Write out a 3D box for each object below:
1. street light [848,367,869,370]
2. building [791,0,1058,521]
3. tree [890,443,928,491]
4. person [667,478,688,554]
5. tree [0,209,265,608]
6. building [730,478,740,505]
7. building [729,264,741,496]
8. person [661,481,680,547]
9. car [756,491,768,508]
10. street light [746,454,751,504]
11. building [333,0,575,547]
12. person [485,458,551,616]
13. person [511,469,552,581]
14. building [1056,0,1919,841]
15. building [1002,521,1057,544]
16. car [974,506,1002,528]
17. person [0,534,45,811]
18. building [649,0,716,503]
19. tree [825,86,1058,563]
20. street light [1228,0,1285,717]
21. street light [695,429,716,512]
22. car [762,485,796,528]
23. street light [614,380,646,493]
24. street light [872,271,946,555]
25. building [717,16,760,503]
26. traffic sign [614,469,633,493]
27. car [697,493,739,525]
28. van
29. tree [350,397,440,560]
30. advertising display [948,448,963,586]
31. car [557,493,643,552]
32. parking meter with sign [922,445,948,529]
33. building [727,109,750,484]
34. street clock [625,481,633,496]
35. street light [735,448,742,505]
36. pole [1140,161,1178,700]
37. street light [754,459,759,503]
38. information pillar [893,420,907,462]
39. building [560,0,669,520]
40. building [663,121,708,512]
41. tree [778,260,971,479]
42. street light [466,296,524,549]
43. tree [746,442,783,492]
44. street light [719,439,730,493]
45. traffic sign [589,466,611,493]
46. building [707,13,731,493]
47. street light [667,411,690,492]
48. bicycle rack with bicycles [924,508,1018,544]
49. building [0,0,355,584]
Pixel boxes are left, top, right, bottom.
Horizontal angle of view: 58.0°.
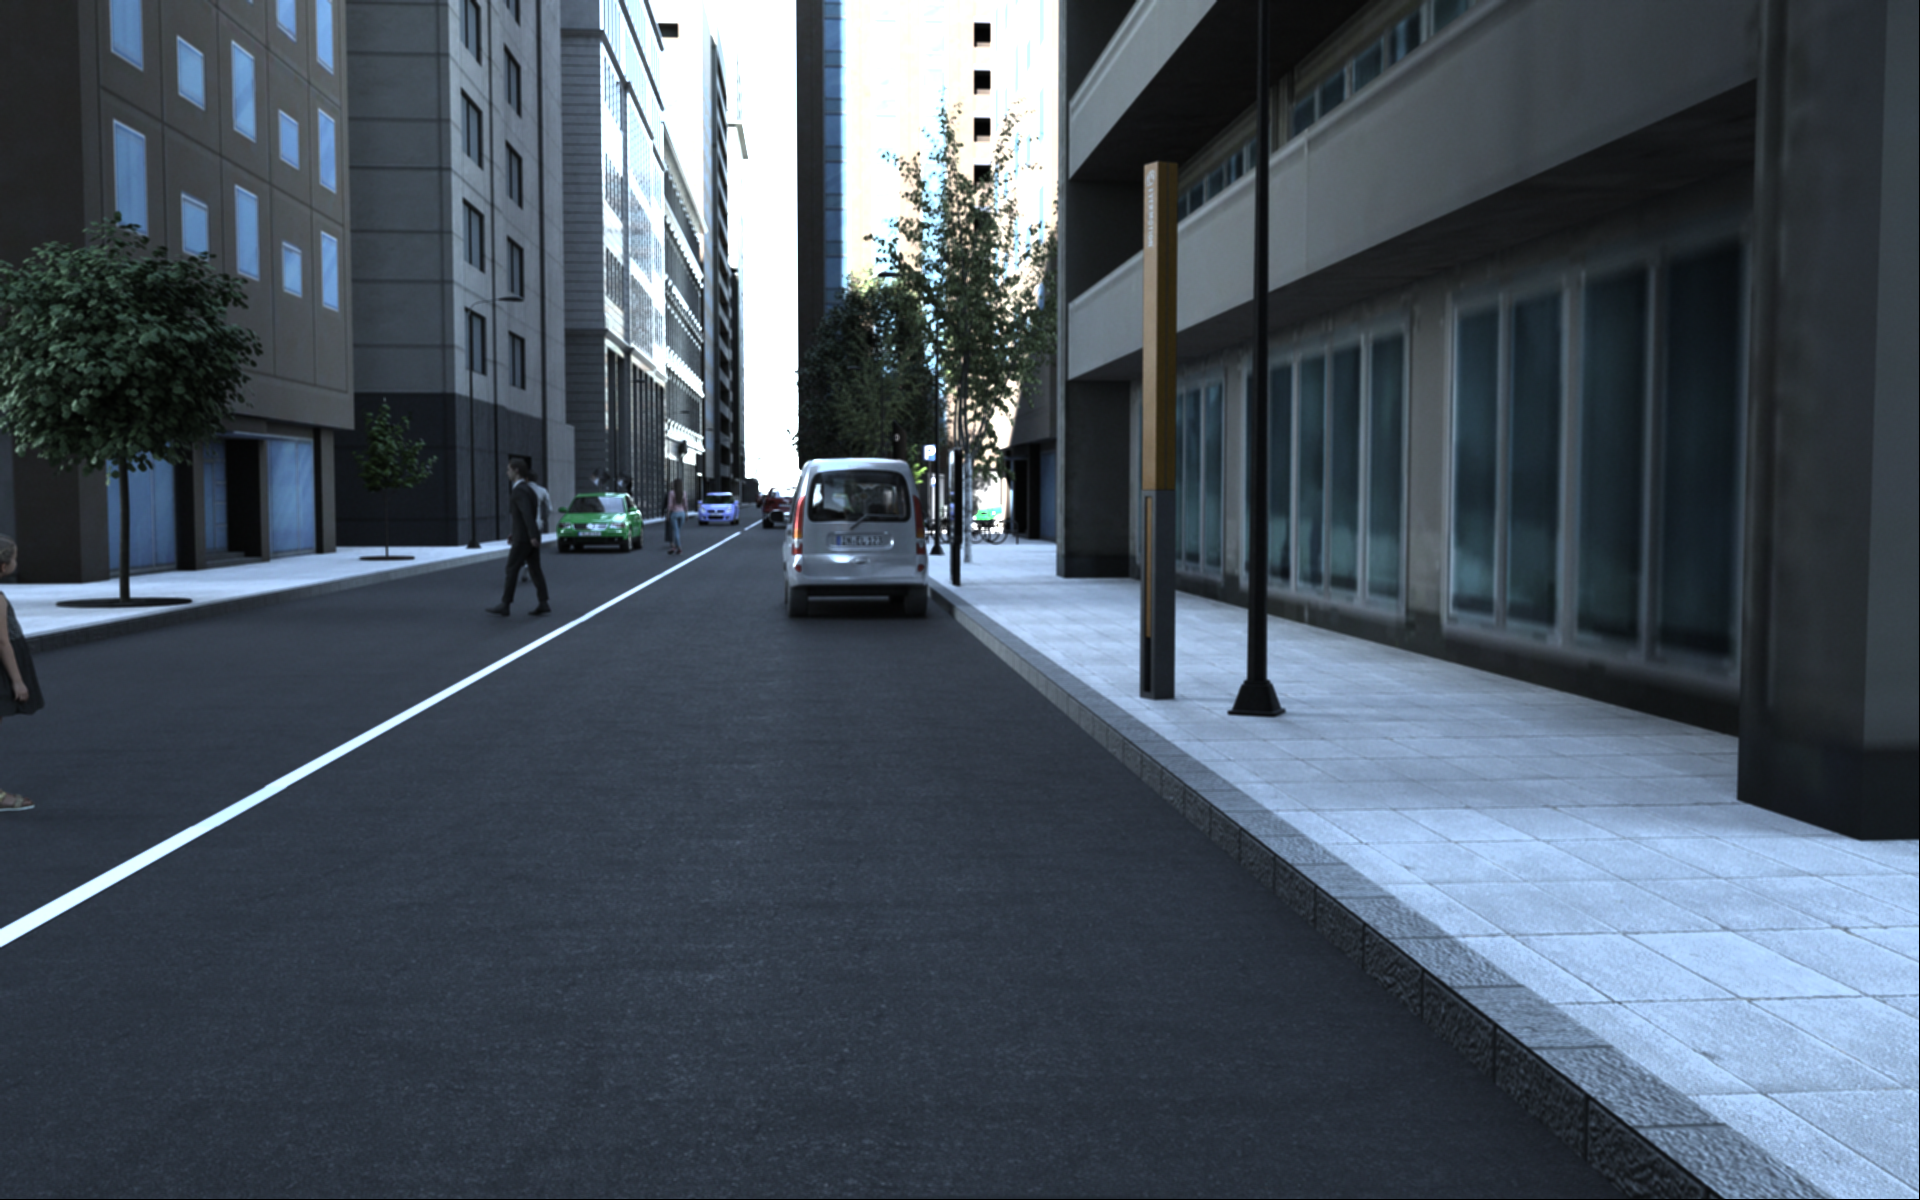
[{"bbox_3d":[-3.396,-5.550,63.277,1.470,5.913,1.316,0,4,-5],"label":"street light"},{"bbox_3d":[-2.464,-27.488,99.537,14.600,45.320,14.200,0,4,-5],"label":"building"},{"bbox_3d":[-1.842,-3.936,58.955,1.663,3.219,1.824,0,3,0],"label":"tree"},{"bbox_3d":[-6.742,-2.013,41.415,0.555,1.821,0.388,-3,5,-43],"label":"person"},{"bbox_3d":[-9.801,-2.221,20.033,4.285,4.588,4.351,0,3,0],"label":"tree"},{"bbox_3d":[-40.964,-30.558,191.498,32.217,40.220,23.993,0,4,-5],"label":"building"},{"bbox_3d":[-34.171,-26.897,211.469,14.160,30.474,14.107,0,4,-5],"label":"building"},{"bbox_3d":[-7.792,-2.324,46.912,0.576,1.772,0.534,-1,4,-19],"label":"person"},{"bbox_3d":[-20.690,-10.809,185.394,2.281,1.827,5.304,0,4,-4],"label":"car"},{"bbox_3d":[-24.788,-13.876,199.406,1.470,5.913,1.316,0,4,-5],"label":"street light"},{"bbox_3d":[-23.301,-37.385,49.504,20.611,71.187,20.563,0,4,-5],"label":"building"},{"bbox_3d":[-5.218,-0.744,20.443,0.755,1.850,0.659,0,4,5],"label":"person"},{"bbox_3d":[-7.080,-1.241,28.637,0.661,1.843,0.795,-1,4,-17],"label":"person"},{"bbox_3d":[13.035,-24.011,16.284,21.300,48.544,21.600,0,4,-5],"label":"building"},{"bbox_3d":[8.499,-24.436,49.636,14.600,45.320,14.200,0,4,-5],"label":"building"},{"bbox_3d":[2.902,-3.703,69.334,4.718,1.807,1.959,0,4,-6],"label":"car"},{"bbox_3d":[-4.386,0.321,7.915,0.373,1.253,0.362,-3,4,-37],"label":"person"},{"bbox_3d":[-28.909,-30.641,151.084,14.600,45.320,14.200,0,4,-5],"label":"building"},{"bbox_3d":[0.394,-5.002,32.152,4.737,8.622,4.395,0,3,0],"label":"tree"},{"bbox_3d":[1.196,-2.286,9.917,1.470,5.913,1.316,0,4,-5],"label":"street light"},{"bbox_3d":[-18.226,-9.221,123.297,1.470,5.913,1.316,0,4,-5],"label":"street light"},{"bbox_3d":[-7.382,-4.022,74.435,2.281,1.827,5.304,0,4,-3],"label":"car"},{"bbox_3d":[-13.437,-5.980,70.312,1.470,5.913,1.316,0,4,-5],"label":"street light"},{"bbox_3d":[-1.022,-3.903,36.351,1.470,5.913,1.316,0,4,-5],"label":"street light"},{"bbox_3d":[-41.656,-50.530,264.410,20.563,71.187,20.611,0,4,-5],"label":"building"},{"bbox_3d":[-13.687,-4.087,70.472,0.795,2.450,0.064,0,4,-5],"label":"traffic sign"},{"bbox_3d":[-11.274,-4.368,81.013,1.945,1.707,3.694,0,4,-3],"label":"car"},{"bbox_3d":[-1.370,-0.898,21.687,2.013,2.044,4.112,0,4,-7],"label":"van"},{"bbox_3d":[-11.275,-2.394,33.742,1.663,3.219,1.824,0,3,0],"label":"tree"},{"bbox_3d":[-0.070,-1.181,24.516,0.123,1.923,0.974,0,4,-6],"label":"advertising display"},{"bbox_3d":[-9.106,-2.152,43.986,1.959,1.807,4.718,0,4,-5],"label":"car"},{"bbox_3d":[-0.840,-4.046,62.407,0.543,3.016,1.738,1,4,16],"label":"parking meter with sign"},{"bbox_3d":[-43.835,-39.807,240.084,28.713,52.752,27.495,0,4,-5],"label":"building"},{"bbox_3d":[-13.680,-4.099,71.582,0.358,2.002,0.471,0,4,-1],"label":"street clock"},{"bbox_3d":[-22.449,-12.259,172.979,1.470,5.913,1.316,0,4,-5],"label":"street light"},{"bbox_3d":[1.240,-1.036,10.788,0.158,3.312,0.155,0,3,0],"label":"pole"},{"bbox_3d":[-27.370,-15.725,229.642,1.470,5.913,1.316,0,4,-5],"label":"street light"},{"bbox_3d":[-1.909,-3.868,54.590,0.504,3.616,0.183,2,4,34],"label":"information pillar"},{"bbox_3d":[-20.970,-18.723,83.619,11.434,29.767,29.804,0,4,-5],"label":"building"},{"bbox_3d":[-27.172,-21.021,120.116,17.030,29.872,44.131,0,4,-5],"label":"building"},{"bbox_3d":[-4.112,-10.262,84.795,9.611,12.733,9.660,0,3,0],"label":"tree"},{"bbox_3d":[-10.939,-4.172,40.748,1.470,5.913,1.316,0,4,-5],"label":"street light"},{"bbox_3d":[-34.915,-22.484,302.017,8.767,10.594,7.601,0,4,-4],"label":"tree"},{"bbox_3d":[-20.217,-10.644,146.569,1.470,5.913,1.316,0,4,-5],"label":"street light"},{"bbox_3d":[-12.996,-3.601,62.517,0.795,2.450,0.064,0,4,-5],"label":"traffic sign"},{"bbox_3d":[-33.724,-33.326,168.579,21.300,48.544,21.600,0,4,-5],"label":"building"},{"bbox_3d":[-15.784,-7.606,96.906,1.470,5.913,1.316,0,4,-5],"label":"street light"},{"bbox_3d":[0.112,-1.914,44.670,2.925,0.926,2.852,-1,4,-21],"label":"bicycle rack with bicycles"},{"bbox_3d":[-19.687,-23.206,29.533,14.600,45.320,14.200,0,4,-5],"label":"building"}]
